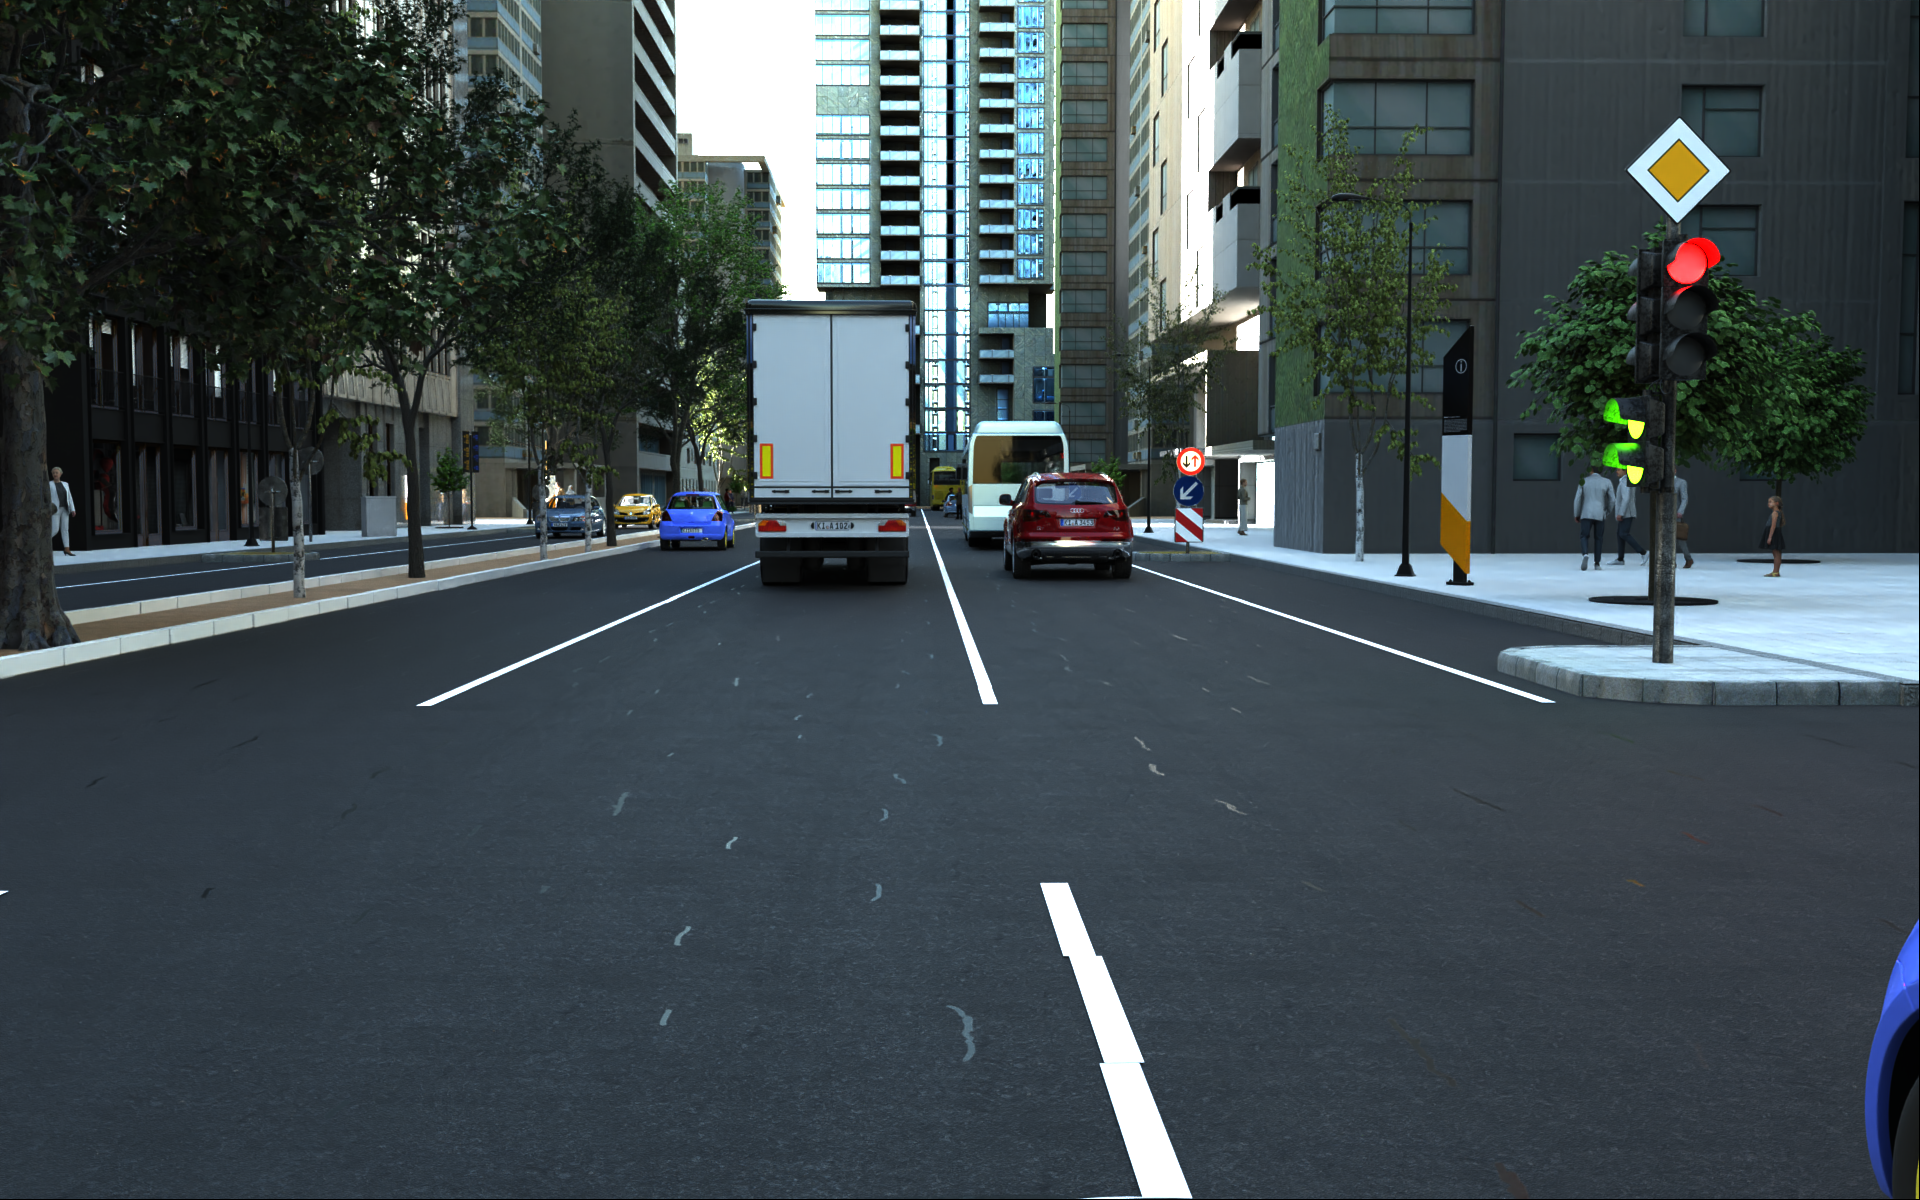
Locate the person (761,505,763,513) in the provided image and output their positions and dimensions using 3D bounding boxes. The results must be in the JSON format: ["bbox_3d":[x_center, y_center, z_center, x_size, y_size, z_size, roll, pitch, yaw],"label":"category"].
[{"bbox_3d":[-10.903,-5.266,94.589,1.348,1.826,0.705,2,4,35],"label":"person"}]

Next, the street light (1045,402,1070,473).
[{"bbox_3d":[4.980,-7.023,87.367,1.470,5.913,1.316,0,4,-1],"label":"street light"}]

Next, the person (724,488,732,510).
[{"bbox_3d":[-16.436,-6.972,122.458,0.705,1.831,1.348,-2,4,-28],"label":"person"}]

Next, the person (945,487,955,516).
[{"bbox_3d":[-0.569,-6.510,114.562,1.348,1.869,0.705,-3,5,-44],"label":"person"}]

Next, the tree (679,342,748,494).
[{"bbox_3d":[-10.348,-7.428,74.264,4.737,8.622,4.395,0,3,0],"label":"tree"}]

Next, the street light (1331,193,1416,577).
[{"bbox_3d":[6.426,-3.325,26.906,1.470,5.913,1.316,0,4,-1],"label":"street light"}]

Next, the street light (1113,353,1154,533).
[{"bbox_3d":[5.712,-5.179,57.211,1.470,5.913,1.316,0,4,-1],"label":"street light"}]

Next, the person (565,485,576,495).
[{"bbox_3d":[-19.999,-5.047,89.296,0.721,1.736,1.217,2,4,33],"label":"person"}]

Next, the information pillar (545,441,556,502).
[{"bbox_3d":[-18.110,-5.212,76.576,0.183,3.616,0.504,3,4,37],"label":"information pillar"}]

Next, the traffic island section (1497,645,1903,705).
[{"bbox_3d":[5.372,0.556,13.187,2.009,0.180,2.903,0,4,-1],"label":"traffic island section"}]

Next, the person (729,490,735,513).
[{"bbox_3d":[-16.796,-7.210,126.906,0.617,1.759,0.750,-1,4,-12],"label":"person"}]

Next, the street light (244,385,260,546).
[{"bbox_3d":[-16.905,-4.278,42.491,1.470,5.913,1.316,0,4,-1],"label":"street light"}]

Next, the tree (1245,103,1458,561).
[{"bbox_3d":[7.517,-5.029,32.582,4.737,8.622,4.395,0,3,0],"label":"tree"}]

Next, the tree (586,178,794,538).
[{"bbox_3d":[-9.193,-7.829,56.211,9.928,11.665,9.643,0,3,0],"label":"tree"}]

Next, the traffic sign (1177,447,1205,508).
[{"bbox_3d":[6.275,-2.878,47.157,0.768,2.556,0.104,0,4,6],"label":"traffic sign"}]

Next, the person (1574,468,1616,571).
[{"bbox_3d":[10.674,-1.422,29.134,0.661,1.843,0.795,1,4,20],"label":"person"}]

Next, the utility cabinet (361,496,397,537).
[{"bbox_3d":[-17.511,-2.509,52.183,0.306,1.237,1.020,3,5,41],"label":"utility cabinet"}]

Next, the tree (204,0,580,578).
[{"bbox_3d":[-9.236,-5.667,29.524,8.767,10.594,7.601,0,4,-1],"label":"tree"}]

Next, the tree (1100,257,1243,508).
[{"bbox_3d":[6.497,-6.294,53.270,4.360,8.622,3.978,0,3,0],"label":"tree"}]

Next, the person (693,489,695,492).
[{"bbox_3d":[-16.048,-5.828,104.310,1.217,1.766,0.721,0,4,5],"label":"person"}]

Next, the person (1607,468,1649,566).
[{"bbox_3d":[12.054,-1.545,31.150,0.795,1.843,0.661,2,4,32],"label":"person"}]

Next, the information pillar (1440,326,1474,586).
[{"bbox_3d":[7.000,-2.019,24.367,0.183,3.616,0.504,-2,4,-33],"label":"information pillar"}]

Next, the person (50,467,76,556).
[{"bbox_3d":[-18.765,-1.836,35.944,0.818,1.842,0.514,1,4,12],"label":"person"}]

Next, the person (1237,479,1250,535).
[{"bbox_3d":[8.845,-2.892,53.869,0.362,1.759,0.519,-1,4,-9],"label":"person"}]

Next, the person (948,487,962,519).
[{"bbox_3d":[-0.053,-5.464,97.980,1.348,1.807,0.705,-2,4,-33],"label":"person"}]

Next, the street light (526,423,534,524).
[{"bbox_3d":[-17.643,-6.150,73.091,1.470,5.913,1.316,0,4,-1],"label":"street light"}]

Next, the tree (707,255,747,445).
[{"bbox_3d":[-9.506,-6.759,47.385,8.767,10.594,7.601,0,4,-1],"label":"tree"}]

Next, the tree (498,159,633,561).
[{"bbox_3d":[-8.686,-5.079,35.857,4.737,8.622,4.395,0,3,0],"label":"tree"}]

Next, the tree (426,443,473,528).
[{"bbox_3d":[-19.248,-4.294,64.816,1.663,3.219,1.824,0,3,0],"label":"tree"}]

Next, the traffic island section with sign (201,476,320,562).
[{"bbox_3d":[-14.961,-1.753,37.289,1.989,1.847,2.006,0,4,-1],"label":"traffic island section with sign"}]

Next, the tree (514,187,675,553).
[{"bbox_3d":[-8.905,-5.416,41.369,4.360,8.622,3.978,0,3,0],"label":"tree"}]

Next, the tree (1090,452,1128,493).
[{"bbox_3d":[6.982,-5.173,79.186,1.663,3.219,1.824,0,3,0],"label":"tree"}]

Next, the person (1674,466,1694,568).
[{"bbox_3d":[12.309,-1.453,29.920,0.853,1.813,0.709,-2,4,-32],"label":"person"}]

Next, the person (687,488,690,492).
[{"bbox_3d":[-20.192,-7.433,128.300,0.721,1.736,1.217,0,4,-7],"label":"person"}]

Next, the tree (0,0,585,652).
[{"bbox_3d":[-8.722,-5.901,15.950,9.611,12.733,9.660,0,3,0],"label":"tree"}]

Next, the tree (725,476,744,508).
[{"bbox_3d":[-20.513,-10.056,159.016,1.663,3.219,1.824,0,3,0],"label":"tree"}]

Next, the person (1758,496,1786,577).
[{"bbox_3d":[12.550,-0.981,26.753,0.373,1.253,0.362,2,4,34],"label":"person"}]

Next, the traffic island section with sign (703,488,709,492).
[{"bbox_3d":[-16.925,-6.497,114.852,1.989,1.847,2.006,0,4,-1],"label":"traffic island section with sign"}]

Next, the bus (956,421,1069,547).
[{"bbox_3d":[1.400,-3.391,50.303,2.948,3.499,13.247,0,4,-1],"label":"bus"}]

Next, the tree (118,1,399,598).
[{"bbox_3d":[-9.038,-4.313,23.329,4.737,8.622,4.395,0,3,0],"label":"tree"}]

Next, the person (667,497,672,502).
[{"bbox_3d":[-16.361,-5.637,100.661,1.348,1.824,0.705,0,4,-5],"label":"person"}]

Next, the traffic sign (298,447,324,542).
[{"bbox_3d":[-17.439,-2.835,46.454,0.768,2.556,0.104,0,4,-1],"label":"traffic sign"}]

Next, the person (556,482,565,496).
[{"bbox_3d":[-18.697,-4.578,80.809,0.656,1.842,0.836,0,4,5],"label":"person"}]

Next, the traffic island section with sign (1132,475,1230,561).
[{"bbox_3d":[4.760,-1.783,37.778,1.989,1.847,2.006,0,4,-1],"label":"traffic island section with sign"}]

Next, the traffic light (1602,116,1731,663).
[{"bbox_3d":[5.332,-1.477,13.072,0.839,4.253,0.868,0,4,-1],"label":"traffic light"}]

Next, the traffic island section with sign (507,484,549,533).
[{"bbox_3d":[-15.641,-3.410,64.386,1.989,1.847,2.006,0,4,-1],"label":"traffic island section with sign"}]

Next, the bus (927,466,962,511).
[{"bbox_3d":[-1.328,-9.871,152.935,2.896,3.916,12.252,0,4,-2],"label":"bus"}]

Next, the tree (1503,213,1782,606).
[{"bbox_3d":[8.201,-2.252,20.534,4.285,4.588,4.351,0,3,0],"label":"tree"}]

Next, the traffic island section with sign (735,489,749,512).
[{"bbox_3d":[-17.602,-8.145,141.799,1.989,1.847,2.006,0,4,-1],"label":"traffic island section with sign"}]

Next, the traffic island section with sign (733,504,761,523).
[{"bbox_3d":[-10.421,-4.861,87.611,2.006,1.907,1.989,0,4,-1],"label":"traffic island section with sign"}]
